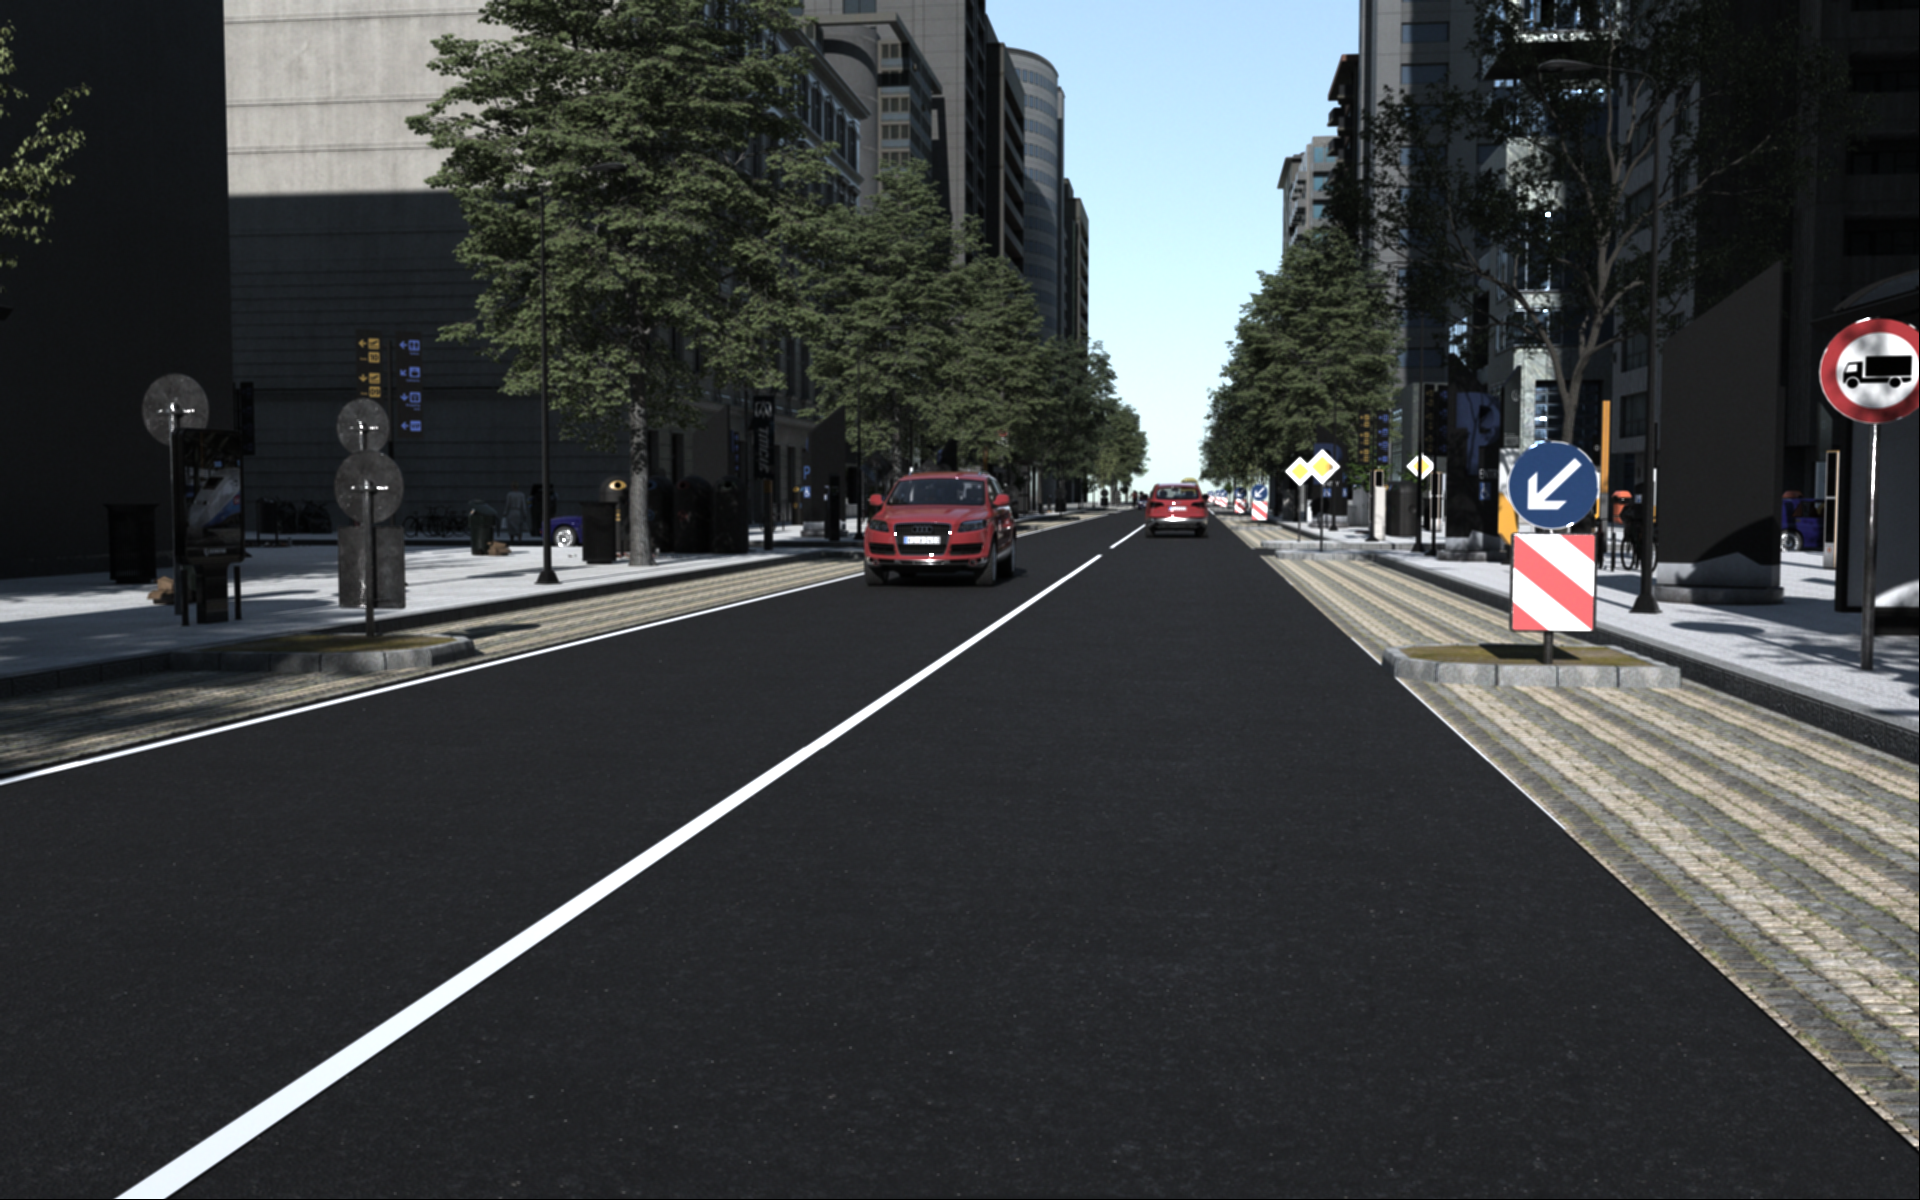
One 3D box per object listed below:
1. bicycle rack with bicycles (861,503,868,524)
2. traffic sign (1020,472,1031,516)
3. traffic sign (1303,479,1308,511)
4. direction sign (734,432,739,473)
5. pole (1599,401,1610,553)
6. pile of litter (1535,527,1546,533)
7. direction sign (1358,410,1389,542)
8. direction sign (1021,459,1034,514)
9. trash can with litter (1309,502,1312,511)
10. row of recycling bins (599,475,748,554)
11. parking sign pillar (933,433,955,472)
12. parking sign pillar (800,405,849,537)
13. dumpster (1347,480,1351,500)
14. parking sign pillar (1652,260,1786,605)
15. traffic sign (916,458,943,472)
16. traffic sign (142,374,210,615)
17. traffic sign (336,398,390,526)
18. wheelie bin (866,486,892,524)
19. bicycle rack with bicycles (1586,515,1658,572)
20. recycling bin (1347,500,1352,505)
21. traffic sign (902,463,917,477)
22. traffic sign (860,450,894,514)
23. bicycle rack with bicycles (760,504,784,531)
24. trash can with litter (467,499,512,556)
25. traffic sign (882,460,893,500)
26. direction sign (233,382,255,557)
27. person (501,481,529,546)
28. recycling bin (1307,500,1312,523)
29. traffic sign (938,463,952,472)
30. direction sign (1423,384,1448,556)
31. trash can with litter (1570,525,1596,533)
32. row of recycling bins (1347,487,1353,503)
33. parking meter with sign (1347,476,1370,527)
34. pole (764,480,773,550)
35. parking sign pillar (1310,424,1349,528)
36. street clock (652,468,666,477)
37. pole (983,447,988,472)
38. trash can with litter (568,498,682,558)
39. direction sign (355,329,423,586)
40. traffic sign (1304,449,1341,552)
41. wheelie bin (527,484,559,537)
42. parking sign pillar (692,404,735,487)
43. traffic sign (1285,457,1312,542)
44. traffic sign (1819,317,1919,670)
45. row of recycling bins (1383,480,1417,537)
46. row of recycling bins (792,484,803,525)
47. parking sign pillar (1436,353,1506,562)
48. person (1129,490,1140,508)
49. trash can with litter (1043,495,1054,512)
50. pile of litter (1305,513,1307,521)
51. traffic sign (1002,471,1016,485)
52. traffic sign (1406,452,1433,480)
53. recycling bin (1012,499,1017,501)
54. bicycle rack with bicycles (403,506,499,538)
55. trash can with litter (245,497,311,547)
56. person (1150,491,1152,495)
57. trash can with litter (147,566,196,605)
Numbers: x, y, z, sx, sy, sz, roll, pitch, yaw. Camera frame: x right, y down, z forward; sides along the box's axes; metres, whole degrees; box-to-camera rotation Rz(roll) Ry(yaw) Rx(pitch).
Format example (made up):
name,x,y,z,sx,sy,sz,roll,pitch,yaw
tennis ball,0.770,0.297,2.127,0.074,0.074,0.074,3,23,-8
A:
name,x,y,z,sx,sy,sz,roll,pitch,yaw
bicycle rack with bicycles,-2.902,-3.724,74.273,2.852,0.926,2.925,-1,4,-16
traffic sign,3.713,-6.078,99.483,0.768,2.556,0.104,1,4,12
traffic sign,18.432,-5.642,92.349,0.768,2.556,0.104,1,4,13
direction sign,-8.364,-4.360,63.288,0.876,3.537,0.379,3,5,41
pole,14.090,-2.693,37.877,0.158,3.312,0.155,0,3,0
pile of litter,15.698,-1.960,46.009,1.176,0.858,1.719,1,4,16
direction sign,11.181,-3.358,46.896,0.876,3.537,0.379,-1,4,-12
direction sign,4.362,-7.364,112.404,0.876,3.537,0.379,-1,4,-19
trash can with litter,14.637,-3.566,69.688,1.055,1.170,0.624,0,4,-5
row of recycling bins,-6.285,-1.886,37.947,3.534,1.692,1.069,1,4,17
parking sign pillar,-0.599,-5.248,74.272,1.447,3.967,1.447,1,4,21
parking sign pillar,-4.065,-3.879,51.890,1.447,3.967,1.447,-3,5,-41
dumpster,17.206,-4.737,79.950,1.502,2.255,1.985,0,4,8
parking sign pillar,9.044,-1.963,20.571,1.447,3.967,1.447,3,4,39
traffic sign,-0.861,-2.697,47.736,0.795,2.450,0.064,0,4,8
traffic sign,-8.307,-1.115,18.338,0.768,2.556,0.104,0,4,8
traffic sign,-7.937,-1.401,23.015,0.768,2.556,0.104,1,4,11
wheelie bin,-3.401,-3.838,70.665,0.980,1.594,0.693,2,4,24
bicycle rack with bicycles,11.758,-0.958,29.041,2.852,0.926,2.925,1,4,22
recycling bin,17.425,-3.865,75.755,0.722,1.027,0.722,-1,4,-17
traffic sign,-2.107,-4.369,71.547,0.768,2.556,0.104,1,4,13
traffic sign,-1.917,-2.213,39.821,0.795,2.450,0.064,0,4,8
bicycle rack with bicycles,-7.355,-2.872,60.346,2.852,0.926,2.925,0,4,6
trash can with litter,-9.801,-1.519,36.222,1.055,1.170,0.624,2,4,35
traffic sign,-2.722,-3.885,63.633,0.768,2.556,0.104,1,4,10
direction sign,-14.633,-2.642,35.191,0.876,3.537,0.379,2,4,28
person,-11.600,-2.215,45.076,0.694,1.780,0.624,-1,4,-10
recycling bin,15.757,-3.905,76.395,0.722,1.027,0.722,2,4,34
traffic sign,-0.711,-4.402,72.077,0.768,2.556,0.104,1,4,13
direction sign,9.837,-2.684,35.878,0.876,3.537,0.379,-3,5,-44
trash can with litter,18.118,-2.394,50.537,1.055,1.170,0.624,0,4,2
row of recycling bins,20.332,-5.009,89.010,3.534,1.692,1.069,3,4,37
parking meter with sign,15.691,-4.379,67.863,0.543,3.016,1.738,3,5,42
pole,-4.384,-2.796,39.561,0.158,3.312,0.155,0,3,0
parking sign pillar,14.078,-4.735,65.896,1.447,3.967,1.447,3,5,43
street clock,-8.333,-2.655,47.984,0.358,2.002,0.471,-2,4,-33
pole,1.101,-4.945,74.687,0.158,3.312,0.155,0,3,0
trash can with litter,-6.902,-1.471,35.109,2.233,1.210,1.678,2,4,27
direction sign,-7.897,-1.960,24.049,0.876,3.537,0.379,-2,4,-28
traffic sign,8.036,-2.131,38.477,0.795,2.450,0.064,0,4,8
wheelie bin,-12.556,-2.717,52.330,0.980,1.594,0.693,-3,4,-36
parking sign pillar,-7.460,-3.917,52.518,1.447,3.967,1.447,2,4,28
traffic sign,9.093,-2.615,46.392,0.795,2.450,0.064,0,4,8
traffic sign,6.617,-0.762,12.562,0.768,2.556,0.104,1,4,16
row of recycling bins,13.683,-2.847,53.669,1.069,1.692,3.534,0,4,7
row of recycling bins,-6.065,-3.887,70.671,1.069,1.692,3.534,-1,4,-19
parking sign pillar,9.987,-2.752,33.471,1.447,3.967,1.447,-3,4,-36
person,18.062,-10.456,179.425,1.348,1.831,0.705,2,4,32
trash can with litter,6.387,-6.751,121.430,1.678,1.210,2.233,1,4,8
pile of litter,16.970,-4.180,82.315,1.176,0.858,1.719,2,4,33
traffic sign,2.651,-5.740,93.959,0.768,2.556,0.104,1,4,16
traffic sign,12.561,-2.815,47.216,0.795,2.450,0.064,1,4,12
recycling bin,2.704,-5.072,95.482,0.722,1.027,0.722,-1,4,-13
bicycle rack with bicycles,-15.267,-2.354,51.870,2.925,0.926,2.852,-3,5,-41
trash can with litter,-17.143,-1.901,42.133,2.233,1.210,1.678,1,4,12
person,29.873,-16.041,270.398,0.705,1.869,1.348,2,4,24
trash can with litter,-9.057,-0.556,20.473,0.624,1.170,1.055,1,4,14
